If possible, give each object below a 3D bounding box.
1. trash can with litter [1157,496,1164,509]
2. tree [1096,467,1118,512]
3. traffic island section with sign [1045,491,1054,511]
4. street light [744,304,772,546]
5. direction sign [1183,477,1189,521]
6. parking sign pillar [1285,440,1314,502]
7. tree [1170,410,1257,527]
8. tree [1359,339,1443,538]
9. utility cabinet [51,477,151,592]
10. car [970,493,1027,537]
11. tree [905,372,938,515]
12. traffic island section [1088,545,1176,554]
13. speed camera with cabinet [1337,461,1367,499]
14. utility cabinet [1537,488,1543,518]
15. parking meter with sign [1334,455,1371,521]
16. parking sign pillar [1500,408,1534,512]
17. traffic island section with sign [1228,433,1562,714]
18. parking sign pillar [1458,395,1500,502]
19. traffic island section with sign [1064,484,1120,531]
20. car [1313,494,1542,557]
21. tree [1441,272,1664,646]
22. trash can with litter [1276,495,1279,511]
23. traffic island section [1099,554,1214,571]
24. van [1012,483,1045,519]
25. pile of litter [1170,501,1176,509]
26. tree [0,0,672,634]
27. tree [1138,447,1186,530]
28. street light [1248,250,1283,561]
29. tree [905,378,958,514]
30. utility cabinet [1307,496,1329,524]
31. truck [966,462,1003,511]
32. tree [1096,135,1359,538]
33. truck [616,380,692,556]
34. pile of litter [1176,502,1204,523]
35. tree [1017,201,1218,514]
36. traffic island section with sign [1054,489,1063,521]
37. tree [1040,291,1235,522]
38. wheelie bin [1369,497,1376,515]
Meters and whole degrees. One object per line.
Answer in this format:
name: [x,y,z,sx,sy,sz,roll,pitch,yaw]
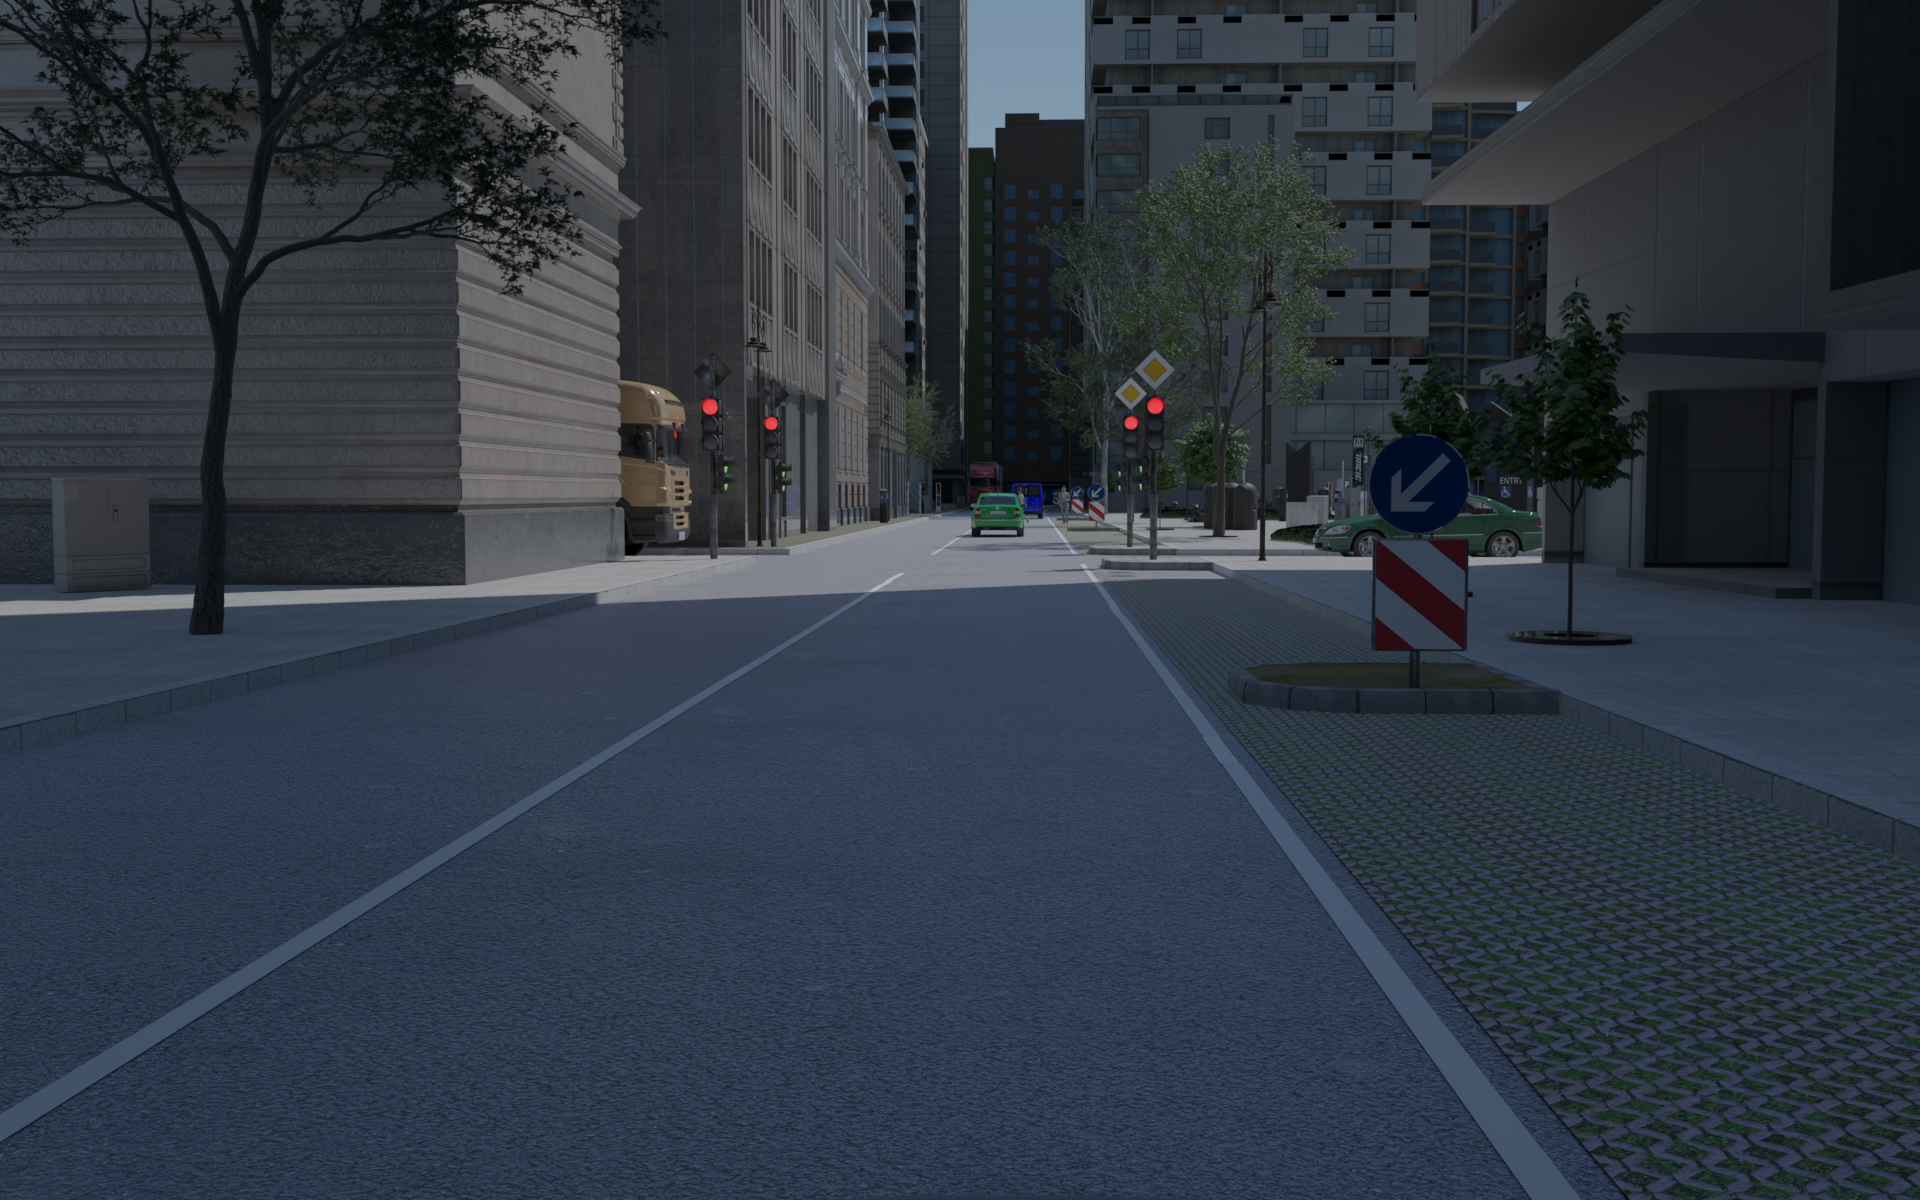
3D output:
trash can with litter: [11.630,-5.422,100.033,0.624,1.170,1.055,-1,4,-14]
tree: [10.511,-7.761,121.499,1.663,3.219,1.824,0,3,0]
traffic island section with sign: [8.232,-8.250,143.522,1.989,1.847,2.006,0,4,2]
street light: [-4.914,-4.253,42.328,0.468,5.910,1.993,0,4,2]
direction sign: [11.016,-5.620,83.889,0.379,3.537,0.876,1,4,11]
parking sign pillar: [17.760,-6.283,91.203,1.447,3.967,1.447,-2,4,-33]
tree: [9.835,-5.101,67.113,4.285,4.588,4.351,0,3,0]
tree: [5.819,-1.662,21.770,1.663,3.219,1.824,0,3,0]
utility cabinet: [-11.339,-0.870,22.906,0.318,1.500,1.173,2,4,31]
car: [1.314,-3.096,59.420,1.959,1.807,4.718,0,4,2]
tree: [-3.352,-9.427,104.494,4.737,8.622,4.395,0,3,0]
traffic island section: [4.125,-1.197,41.851,2.009,0.180,2.903,0,4,2]
speed camera with cabinet: [23.350,-6.617,102.524,2.038,3.252,0.660,1,4,12]
utility cabinet: [20.831,-3.225,61.404,0.318,1.500,1.173,3,5,40]
parking meter with sign: [17.311,-4.910,76.540,1.738,3.016,0.543,-2,4,-33]
parking sign pillar: [15.889,-3.770,50.116,1.447,3.967,1.447,3,5,42]
traffic island section with sign: [2.939,-0.216,12.160,1.989,1.847,2.006,0,4,2]
parking sign pillar: [12.932,-3.451,44.898,1.447,3.967,1.447,0,4,-2]
traffic island section with sign: [5.144,-3.567,66.942,1.989,1.847,2.006,0,4,2]
car: [10.101,-1.563,37.351,4.920,1.459,2.131,0,4,1]
tree: [5.450,-1.254,15.109,1.663,3.219,1.824,0,3,0]
trash can with litter: [18.004,-5.294,97.620,1.678,1.210,2.233,0,4,6]
traffic island section: [3.802,-0.709,33.872,2.009,0.180,2.903,0,4,2]
van: [3.877,-5.901,100.867,2.240,2.365,5.245,0,4,2]
pile of litter: [13.230,-5.647,106.298,1.719,0.858,1.176,3,4,37]
tree: [-6.616,-4.953,15.400,7.601,10.594,8.767,2,4,27]
tree: [6.999,-4.086,61.399,1.663,3.219,1.824,0,3,0]
street light: [5.807,-3.688,33.089,0.468,5.910,1.993,0,4,2]
tree: [-2.304,-9.774,110.165,4.360,8.622,3.978,0,3,0]
utility cabinet: [13.982,-3.463,67.782,0.306,1.237,1.020,-2,4,-26]
truck: [2.295,-10.077,153.668,2.839,4.237,11.283,0,4,4]
tree: [7.729,-7.663,51.039,9.928,11.665,9.643,0,3,0]
truck: [-10.955,-2.984,37.702,11.283,4.237,2.839,0,4,4]
pile of litter: [10.845,-3.938,78.353,1.176,0.858,1.719,-2,4,-25]
tree: [9.950,-15.551,110.147,12.611,20.169,13.585,0,3,0]
traffic island section with sign: [6.230,-5.214,93.875,1.989,1.847,2.006,0,4,2]
tree: [7.802,-8.778,77.935,8.767,10.594,7.601,-1,4,-10]
wheelie bin: [19.775,-4.549,82.280,0.980,1.594,0.693,2,4,25]
